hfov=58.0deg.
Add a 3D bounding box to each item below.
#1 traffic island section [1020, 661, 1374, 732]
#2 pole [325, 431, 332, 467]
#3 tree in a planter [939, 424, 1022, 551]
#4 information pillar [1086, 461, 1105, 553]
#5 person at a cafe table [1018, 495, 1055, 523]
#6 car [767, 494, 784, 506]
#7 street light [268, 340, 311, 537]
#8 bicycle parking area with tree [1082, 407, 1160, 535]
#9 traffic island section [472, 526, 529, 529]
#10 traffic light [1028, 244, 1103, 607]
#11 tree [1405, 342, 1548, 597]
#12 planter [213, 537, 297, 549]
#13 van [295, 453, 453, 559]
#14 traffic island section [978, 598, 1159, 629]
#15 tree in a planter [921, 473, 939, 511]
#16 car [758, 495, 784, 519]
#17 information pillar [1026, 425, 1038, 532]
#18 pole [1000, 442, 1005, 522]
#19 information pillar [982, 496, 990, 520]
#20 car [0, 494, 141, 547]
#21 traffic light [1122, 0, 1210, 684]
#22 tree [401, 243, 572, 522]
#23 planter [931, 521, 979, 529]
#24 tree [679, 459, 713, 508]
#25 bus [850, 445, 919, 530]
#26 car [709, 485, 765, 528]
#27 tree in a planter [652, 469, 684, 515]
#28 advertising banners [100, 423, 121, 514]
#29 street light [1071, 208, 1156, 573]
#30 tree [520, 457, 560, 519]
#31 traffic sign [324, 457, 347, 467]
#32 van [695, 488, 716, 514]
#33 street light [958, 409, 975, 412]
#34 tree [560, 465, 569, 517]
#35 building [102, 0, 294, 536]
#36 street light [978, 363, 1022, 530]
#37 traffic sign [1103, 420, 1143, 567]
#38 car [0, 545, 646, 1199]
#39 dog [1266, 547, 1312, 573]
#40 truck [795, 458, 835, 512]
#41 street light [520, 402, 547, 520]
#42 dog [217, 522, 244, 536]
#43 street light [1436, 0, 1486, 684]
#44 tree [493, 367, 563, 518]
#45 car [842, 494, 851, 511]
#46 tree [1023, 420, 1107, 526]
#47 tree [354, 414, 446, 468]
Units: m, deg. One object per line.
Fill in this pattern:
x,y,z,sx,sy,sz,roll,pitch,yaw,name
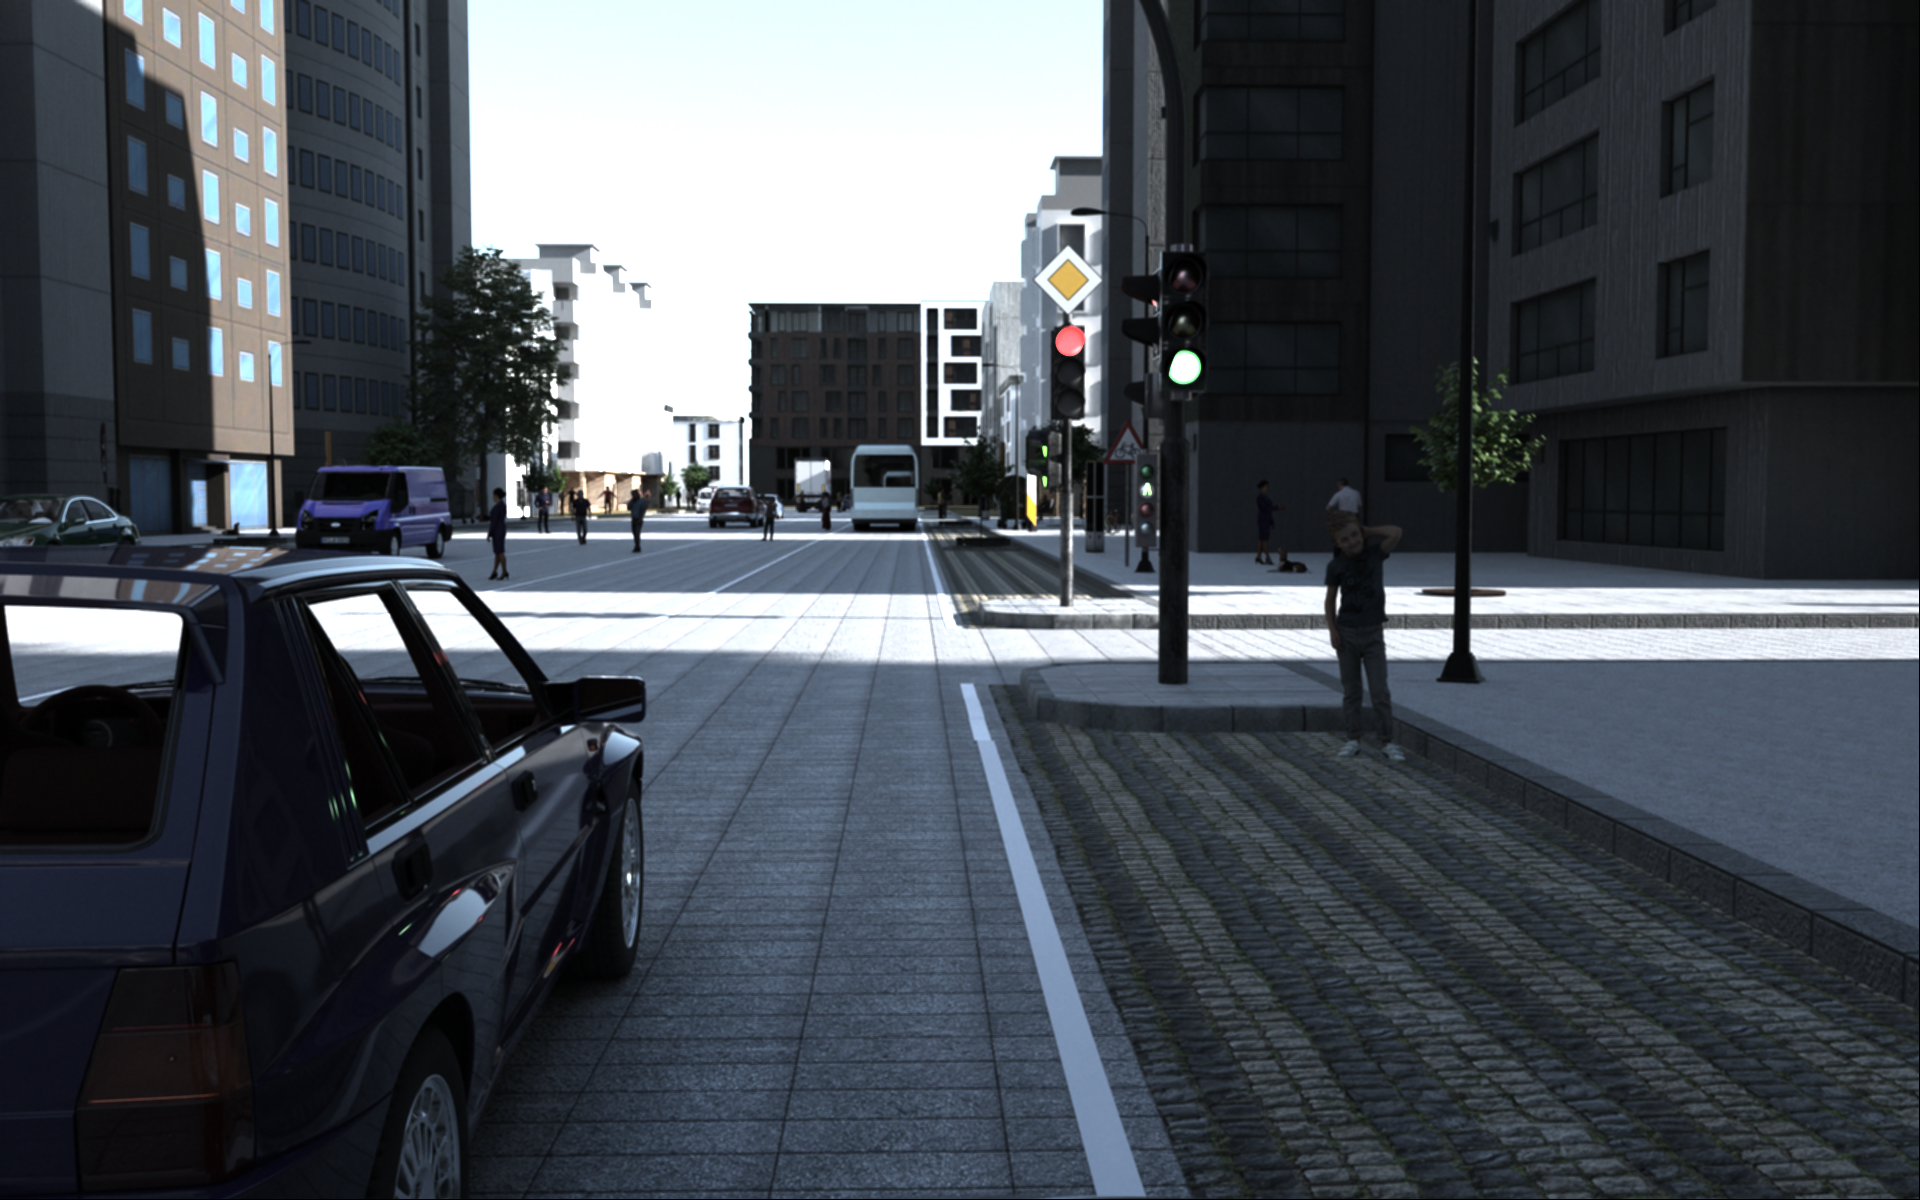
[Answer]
1.462,0.641,11.795,2.009,0.180,2.903,0,4,-2,traffic island section
-20.468,-3.814,56.194,0.158,3.312,0.155,0,3,0,pole
0.548,-2.882,44.347,1.991,3.239,1.994,0,4,-2,tree in a planter
2.975,-2.058,38.136,0.304,2.012,0.304,-3,4,-38,information pillar
3.340,-4.051,77.101,1.726,1.238,1.698,-1,4,-14,person at a cafe table
-14.901,-7.611,136.449,2.014,1.417,4.499,0,4,-1,car
-20.214,-4.875,52.244,1.470,5.913,1.316,0,4,-2,street light
8.475,-4.224,56.060,8.231,4.147,9.016,2,4,35,bicycle parking area with tree
-18.998,-2.996,71.852,1.991,0.108,1.994,0,4,-2,traffic island section
1.198,-1.880,19.662,0.839,4.253,0.868,0,4,-2,traffic light
6.387,-1.668,21.867,1.663,3.219,1.824,0,3,0,tree
-18.241,-1.440,44.680,1.991,0.319,1.994,0,4,-2,planter
-12.443,-1.986,36.850,2.240,2.365,5.245,0,4,-2,van
1.239,0.153,19.777,2.009,0.180,2.903,0,4,-2,traffic island section
-2.397,-9.328,149.739,1.991,3.239,1.994,0,4,-2,tree in a planter
-11.071,-5.324,99.045,2.014,1.417,4.499,0,4,-3,car
2.422,-4.132,58.906,0.183,3.616,0.504,3,4,39,information pillar
1.670,-4.548,68.210,0.158,3.312,0.155,0,3,0,pole
1.258,-4.949,85.413,0.304,2.012,0.304,3,4,36,information pillar
-15.330,-1.038,28.767,2.131,1.459,4.920,0,4,-3,car
-0.667,-2.252,11.480,4.771,5.953,1.251,0,4,-2,traffic light
-21.308,-9.827,78.792,7.486,12.596,7.792,0,3,0,tree
-0.230,-3.116,72.090,1.991,0.319,1.994,0,4,-2,planter
-24.956,-10.997,163.511,4.285,4.588,4.351,0,3,0,tree
-3.116,-4.680,71.384,2.948,3.499,13.247,0,4,-3,bus
-9.651,-4.058,75.029,2.281,1.827,5.304,0,4,-1,car
-20.376,-7.566,120.931,1.991,3.239,1.994,0,4,-2,tree in a planter
-20.609,-2.804,42.026,0.090,3.025,2.074,-3,4,-36,advertising banners
2.499,-3.408,28.267,1.470,5.913,1.316,0,4,-2,street light
-22.062,-5.810,89.599,1.663,3.219,1.824,0,3,0,tree
-21.220,-3.594,58.863,0.768,2.556,0.104,0,4,1,traffic sign
-18.330,-7.318,126.660,2.013,2.044,4.112,0,4,-3,van
0.579,-7.479,94.820,1.470,5.913,1.316,0,4,-2,street light
-23.020,-6.371,98.773,1.663,3.219,1.824,0,3,0,tree
-31.347,-24.803,55.640,14.600,45.320,14.200,0,4,-2,building
1.482,-5.443,61.542,1.470,5.913,1.316,0,4,-2,street light
2.952,-1.868,30.550,0.884,2.594,0.081,0,4,-1,traffic sign
-1.750,0.529,3.924,1.945,1.354,3.894,0,4,-4,car
5.379,-0.643,28.252,0.550,0.427,0.748,-1,4,-14,dog
-11.710,-9.212,139.532,2.839,4.237,11.283,0,4,-2,truck
-21.175,-6.940,86.006,1.470,5.913,1.316,0,4,-2,street light
-22.563,-2.195,53.618,0.748,0.427,0.550,2,4,24,dog
2.901,-2.396,11.708,1.470,5.913,1.316,0,4,-2,street light
-23.126,-8.725,93.016,4.360,8.622,3.978,0,3,0,tree
-9.046,-8.192,145.944,2.014,1.417,4.499,0,4,-2,car
4.195,-5.219,69.048,4.285,4.588,4.351,0,3,0,tree
-22.389,-5.215,68.985,4.285,4.588,4.351,0,3,0,tree
